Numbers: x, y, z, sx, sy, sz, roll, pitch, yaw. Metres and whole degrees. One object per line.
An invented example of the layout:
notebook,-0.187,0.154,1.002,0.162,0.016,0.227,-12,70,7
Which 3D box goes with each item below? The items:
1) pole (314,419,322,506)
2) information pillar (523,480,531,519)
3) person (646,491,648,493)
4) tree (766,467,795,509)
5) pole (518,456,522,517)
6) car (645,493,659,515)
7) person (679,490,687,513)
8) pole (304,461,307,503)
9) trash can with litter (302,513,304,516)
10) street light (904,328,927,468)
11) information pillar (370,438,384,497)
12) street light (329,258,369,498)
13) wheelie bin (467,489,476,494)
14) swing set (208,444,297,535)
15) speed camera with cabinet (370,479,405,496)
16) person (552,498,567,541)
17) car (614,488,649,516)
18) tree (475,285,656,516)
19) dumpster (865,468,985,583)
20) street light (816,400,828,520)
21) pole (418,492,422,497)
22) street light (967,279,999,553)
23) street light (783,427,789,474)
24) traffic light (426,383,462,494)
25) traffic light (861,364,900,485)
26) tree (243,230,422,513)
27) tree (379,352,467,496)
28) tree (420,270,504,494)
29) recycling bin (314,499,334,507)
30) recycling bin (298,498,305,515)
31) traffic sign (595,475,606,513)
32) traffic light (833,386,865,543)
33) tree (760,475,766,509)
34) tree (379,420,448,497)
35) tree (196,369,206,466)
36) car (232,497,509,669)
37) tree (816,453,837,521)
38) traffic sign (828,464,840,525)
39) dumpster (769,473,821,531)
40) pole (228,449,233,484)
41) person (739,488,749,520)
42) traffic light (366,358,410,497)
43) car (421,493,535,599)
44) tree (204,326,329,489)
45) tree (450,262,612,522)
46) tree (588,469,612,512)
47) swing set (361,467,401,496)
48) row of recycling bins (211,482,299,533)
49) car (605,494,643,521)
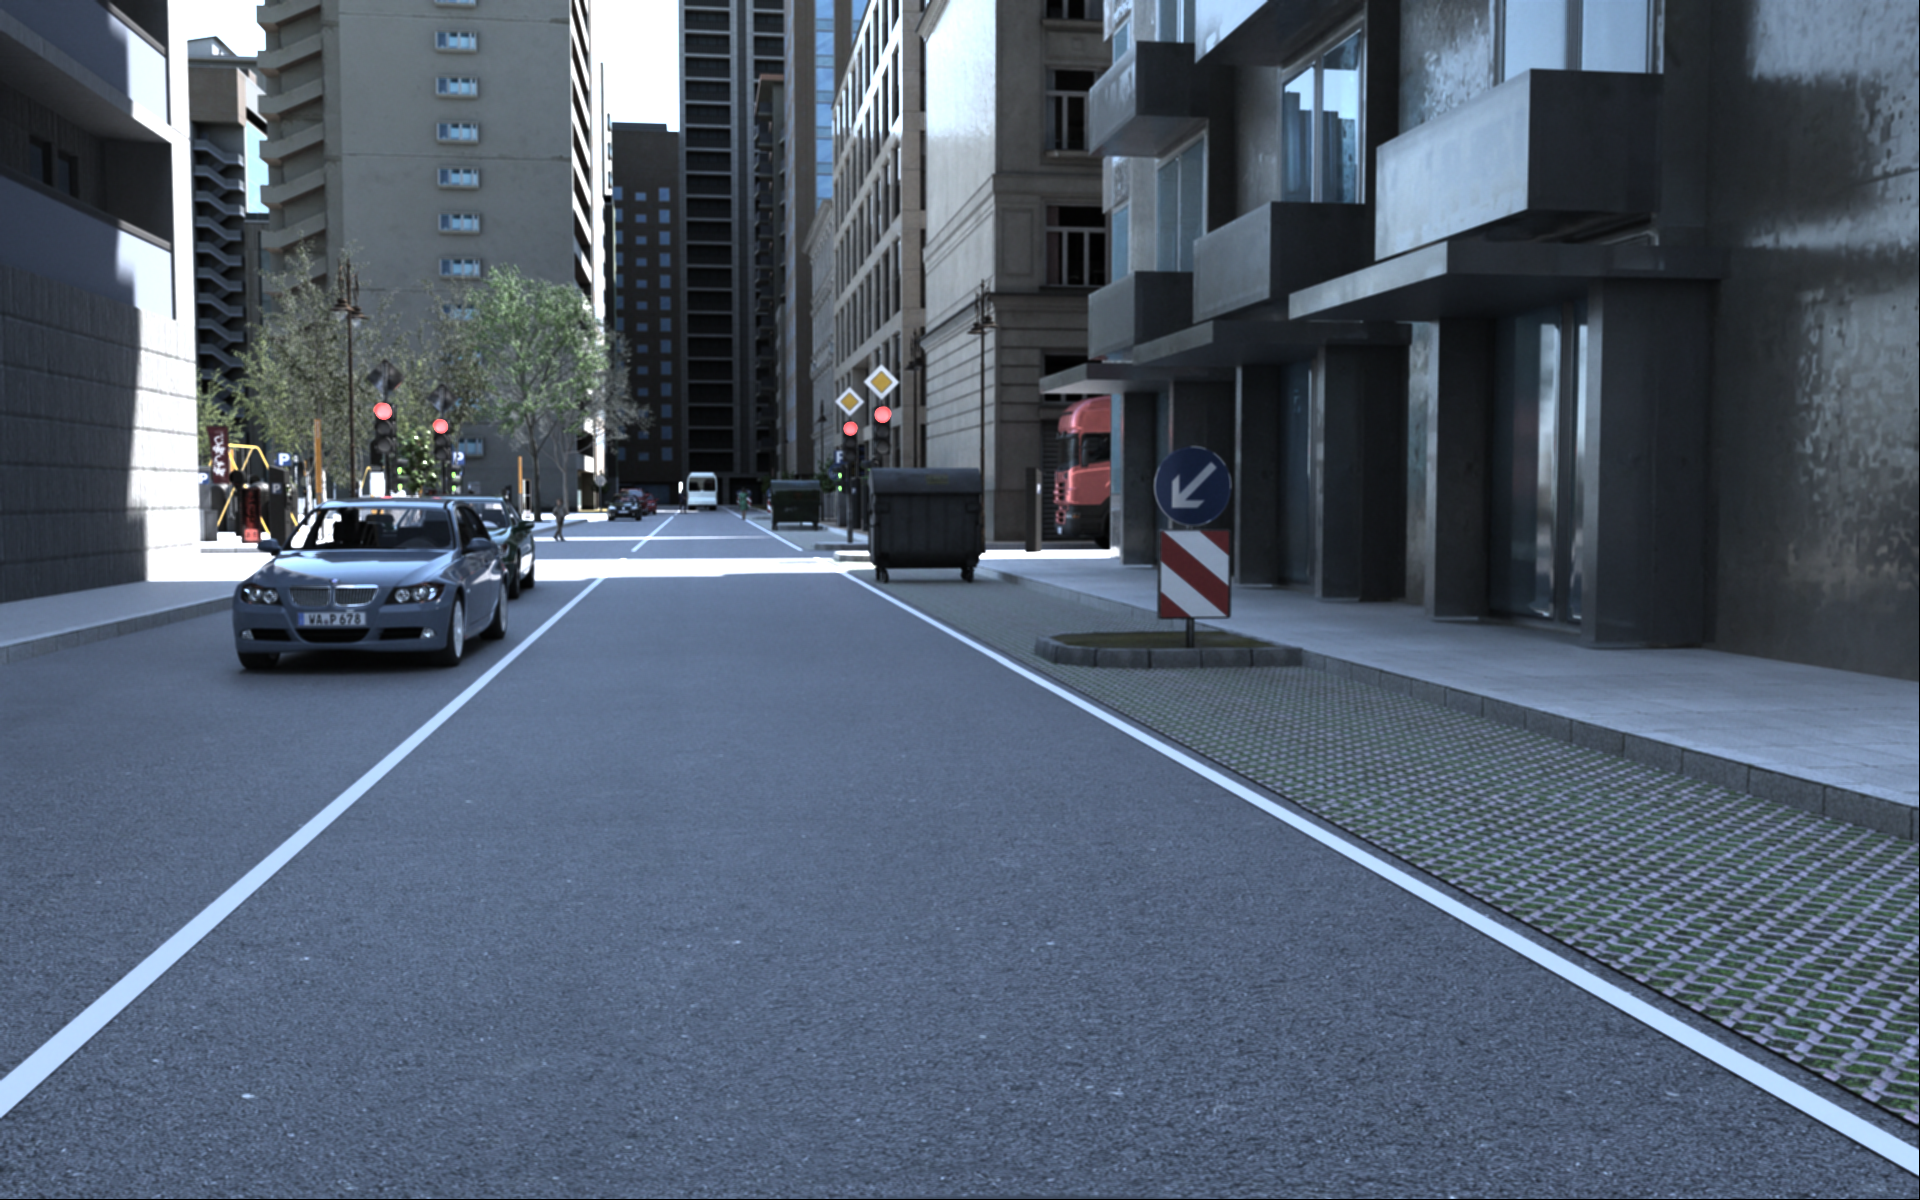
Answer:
pole,-17.509,-3.268,47.278,0.158,3.312,0.155,0,3,0
information pillar,-22.119,-5.136,88.462,0.304,2.012,0.304,-2,4,-33
person,-31.621,-10.177,175.583,0.721,1.739,1.217,1,4,11
tree,-12.289,-7.797,122.076,1.663,3.219,1.824,0,3,0
pole,-23.716,-6.089,93.403,0.158,3.312,0.155,0,3,0
car,-22.258,-6.888,121.664,2.155,1.783,4.494,-1,4,-10
person,-20.383,-7.264,127.712,0.568,1.767,0.683,3,4,38
pole,-39.954,-6.844,105.744,0.158,3.312,0.155,0,3,0
trash can with litter,-38.655,-5.666,103.693,2.233,1.210,1.678,-1,4,-11
street light,-1.252,-4.627,48.447,0.468,5.910,1.993,-1,4,-9
information pillar,-22.219,-4.568,66.042,0.504,3.616,0.183,1,4,9
street light,-11.985,-3.750,34.103,0.468,5.910,1.993,-1,4,-9
wheelie bin,-29.269,-5.848,103.524,0.693,1.594,0.980,-1,4,-19
swing set,-23.035,-3.527,55.282,2.862,2.851,3.119,0,4,-2
speed camera with cabinet,-33.707,-6.586,102.011,2.038,3.252,0.660,1,4,17
person,-12.203,-2.451,52.852,0.640,1.303,0.475,3,4,36
car,-21.772,-6.498,114.915,2.281,1.827,5.304,-1,4,-8
tree,-23.571,-11.769,102.800,12.009,13.543,11.850,0,3,0
dumpster,-0.588,-1.227,28.272,1.865,1.857,1.264,0,4,-8
street light,-6.686,-6.803,84.018,0.468,5.910,1.993,-1,4,-9
pole,-20.585,-4.415,66.022,0.158,3.312,0.155,0,3,0
street light,0.488,-3.952,37.401,0.468,5.910,1.993,-1,4,-9
street light,-12.036,-8.979,119.601,0.468,5.910,1.993,-1,4,-9
traffic light,-13.051,-3.356,43.794,0.839,4.253,0.868,-1,4,-9
traffic light,-1.716,-2.967,37.438,0.839,4.253,0.868,-1,4,-9
tree,-17.967,-6.056,49.377,4.360,8.622,3.978,0,3,0
tree,-27.988,-8.525,89.751,4.737,8.622,4.395,0,3,0
tree,-16.883,-6.526,57.066,4.360,8.622,3.978,0,3,0
recycling bin,-32.340,-4.617,88.039,0.722,1.027,0.722,3,4,37
recycling bin,-40.558,-5.733,106.284,0.722,1.027,0.722,-1,4,-14
traffic sign,-23.994,-7.061,115.545,0.768,2.556,0.104,0,4,1
traffic light,-2.906,-3.450,45.334,0.839,4.253,0.868,-1,4,-9
tree,-16.597,-9.503,149.972,1.663,3.219,1.824,0,3,0
tree,-14.246,-3.114,45.515,1.663,3.219,1.824,0,3,0
tree,-43.189,-9.092,99.013,4.737,8.622,4.395,0,3,0
car,-5.220,-0.233,15.810,2.014,1.417,4.499,0,4,-7
tree,-6.084,-5.313,81.463,1.663,3.219,1.824,0,3,0
traffic sign,-5.016,-4.334,70.966,0.768,2.556,0.104,0,4,-3
dumpster,-6.440,-3.828,67.536,1.985,2.255,1.502,-1,4,-10
pole,-33.135,-5.194,78.763,0.158,3.312,0.155,0,3,0
person,-12.059,-5.369,96.530,0.600,1.795,0.529,0,4,0
traffic light,-11.860,-2.873,35.898,0.839,4.253,0.868,-1,4,-9
car,-7.186,-0.807,24.994,2.131,1.459,4.920,-1,4,-10
tree,-30.171,-7.737,76.856,4.737,8.622,4.395,0,3,0
tree,-19.441,-9.355,78.711,9.928,11.665,9.643,0,3,0
tree,-25.645,-7.934,124.318,1.663,3.219,1.824,0,3,0
swing set,-32.818,-6.214,99.215,3.119,2.851,2.862,1,4,22
row of recycling bins,-23.821,-3.131,58.302,3.534,1.692,1.069,1,4,19
car,-18.158,-5.139,93.804,2.009,1.686,4.222,-1,4,-9
